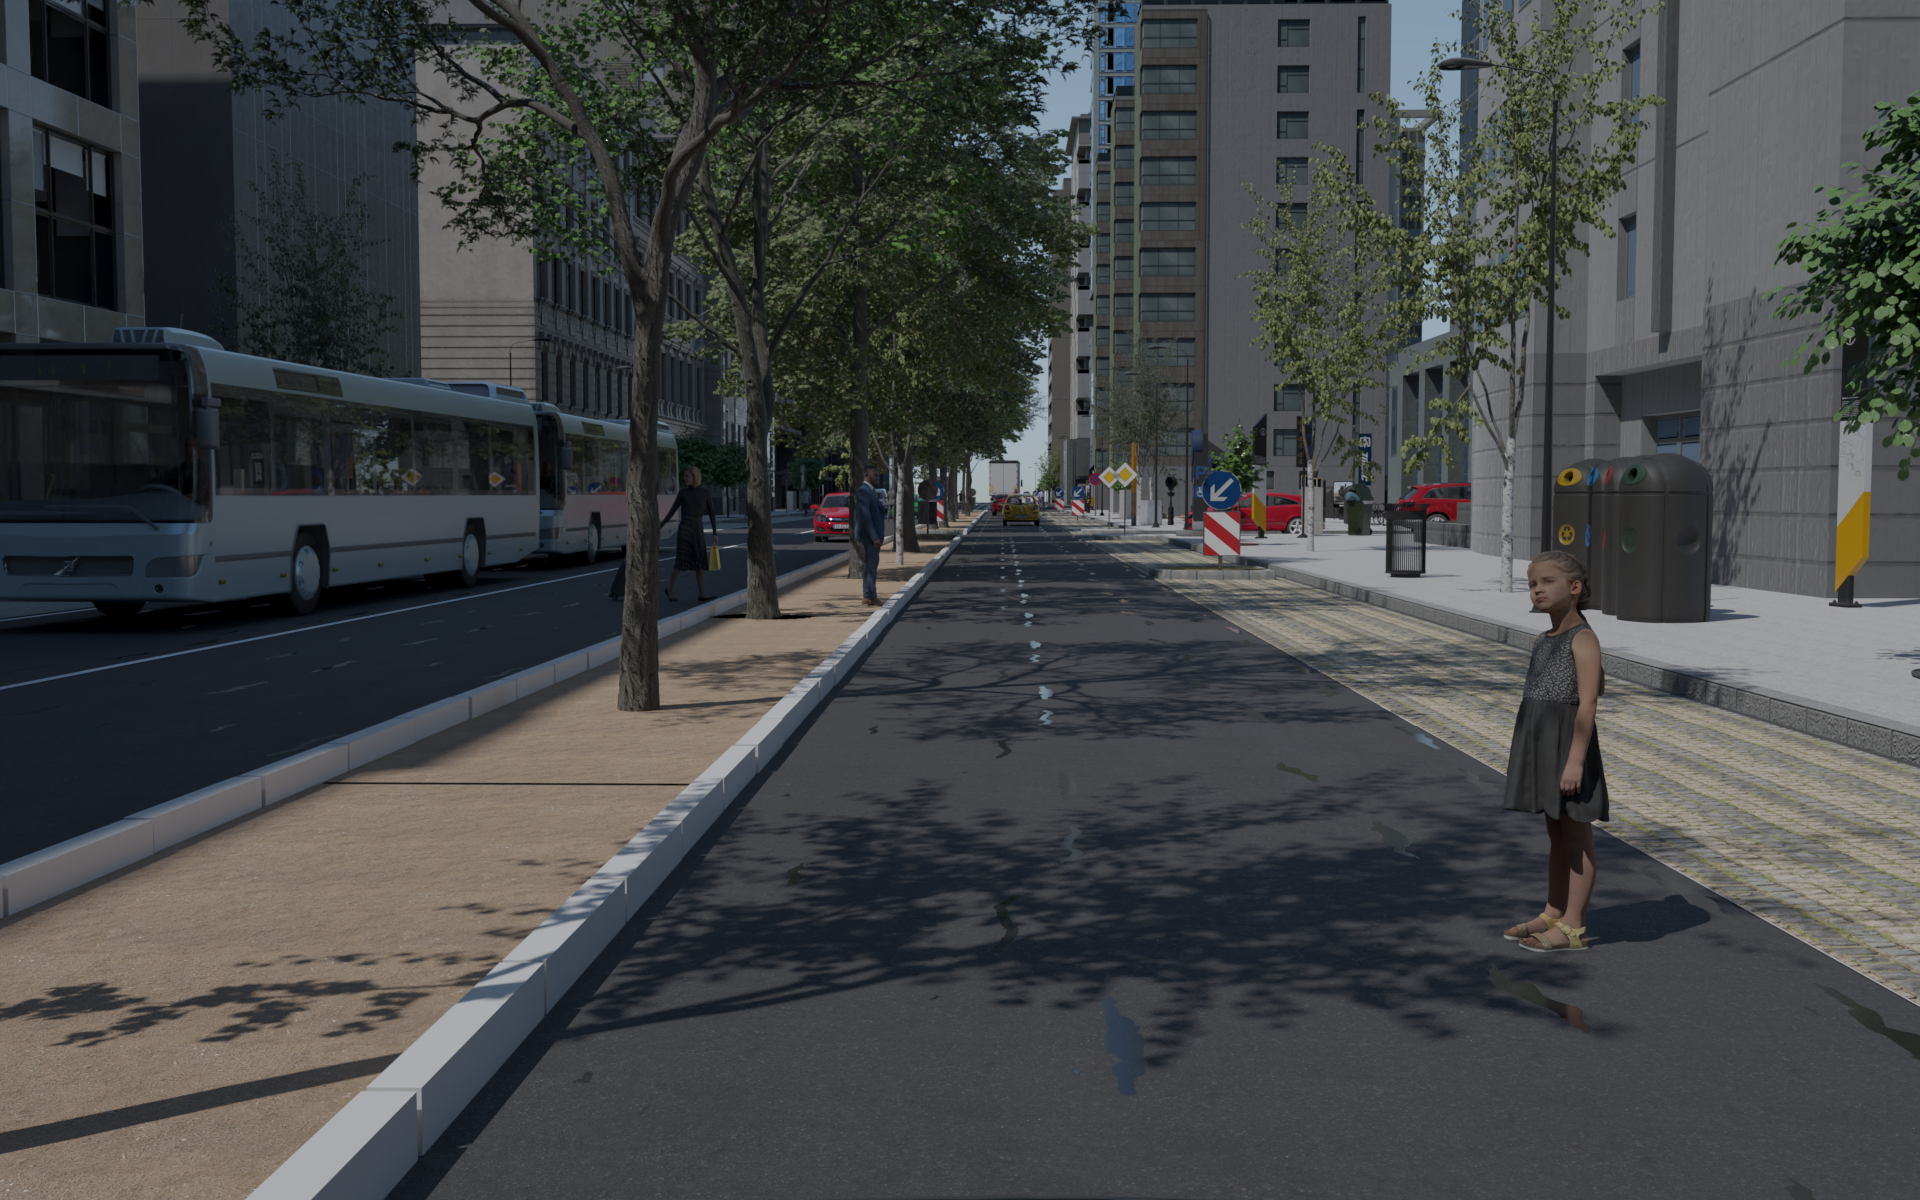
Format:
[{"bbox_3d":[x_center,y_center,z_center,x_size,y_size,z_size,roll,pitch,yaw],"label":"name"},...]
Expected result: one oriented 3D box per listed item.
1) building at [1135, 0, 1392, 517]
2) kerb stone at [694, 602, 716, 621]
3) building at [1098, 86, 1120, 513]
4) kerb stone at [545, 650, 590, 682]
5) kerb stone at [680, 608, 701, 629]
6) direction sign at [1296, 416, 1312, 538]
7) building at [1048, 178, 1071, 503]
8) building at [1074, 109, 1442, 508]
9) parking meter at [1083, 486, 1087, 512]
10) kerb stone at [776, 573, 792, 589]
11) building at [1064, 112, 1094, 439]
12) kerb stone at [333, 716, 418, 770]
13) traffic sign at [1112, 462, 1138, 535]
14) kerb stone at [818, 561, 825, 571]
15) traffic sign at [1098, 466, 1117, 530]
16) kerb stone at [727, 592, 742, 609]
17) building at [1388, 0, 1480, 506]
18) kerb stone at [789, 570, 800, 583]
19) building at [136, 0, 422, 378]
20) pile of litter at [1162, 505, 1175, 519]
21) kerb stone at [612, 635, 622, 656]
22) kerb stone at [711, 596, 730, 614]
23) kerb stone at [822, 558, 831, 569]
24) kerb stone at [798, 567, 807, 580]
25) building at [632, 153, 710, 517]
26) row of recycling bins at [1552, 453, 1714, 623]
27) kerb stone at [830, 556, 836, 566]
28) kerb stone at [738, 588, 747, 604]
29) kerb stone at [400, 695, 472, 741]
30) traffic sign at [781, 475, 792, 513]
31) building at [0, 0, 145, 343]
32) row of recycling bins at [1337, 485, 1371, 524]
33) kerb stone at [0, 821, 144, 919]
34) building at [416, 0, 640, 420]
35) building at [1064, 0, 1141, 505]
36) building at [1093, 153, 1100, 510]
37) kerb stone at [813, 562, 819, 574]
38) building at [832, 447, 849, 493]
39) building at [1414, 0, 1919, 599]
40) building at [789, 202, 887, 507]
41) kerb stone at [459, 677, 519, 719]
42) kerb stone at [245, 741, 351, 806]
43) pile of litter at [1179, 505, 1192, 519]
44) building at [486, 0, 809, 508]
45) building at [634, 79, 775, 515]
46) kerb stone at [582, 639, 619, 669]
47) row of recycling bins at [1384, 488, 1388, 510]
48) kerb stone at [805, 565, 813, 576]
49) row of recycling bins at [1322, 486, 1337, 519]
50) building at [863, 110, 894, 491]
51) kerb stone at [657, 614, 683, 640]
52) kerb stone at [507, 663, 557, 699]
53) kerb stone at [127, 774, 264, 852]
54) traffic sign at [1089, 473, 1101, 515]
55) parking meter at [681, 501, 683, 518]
[{"bbox_3d":[17.303,-20.316,103.861,14.160,30.474,14.107,0,4,1],"label":"building"},{"bbox_3d":[-2.943,0.155,19.671,0.120,0.150,1.000,0,4,1],"label":"kerb stone"},{"bbox_3d":[17.809,-21.665,125.921,14.160,30.474,14.107,0,4,1],"label":"building"},{"bbox_3d":[-3.089,0.531,13.518,0.120,0.150,1.000,0,4,1],"label":"kerb stone"},{"bbox_3d":[-2.965,0.223,18.647,0.120,0.150,1.000,0,4,1],"label":"kerb stone"},{"bbox_3d":[10.041,-3.583,50.573,0.379,3.537,0.876,3,5,41],"label":"direction sign"},{"bbox_3d":[24.202,-38.946,260.468,21.300,48.544,21.600,0,4,1],"label":"building"},{"bbox_3d":[27.495,-29.104,167.729,32.217,40.220,23.993,0,4,1],"label":"building"},{"bbox_3d":[9.106,-7.317,125.343,0.399,1.863,0.255,-2,4,-25],"label":"parking meter"},{"bbox_3d":[-2.770,-0.284,26.838,0.120,0.150,1.000,0,4,1],"label":"kerb stone"},{"bbox_3d":[28.999,-39.540,235.715,28.713,52.752,27.495,0,4,1],"label":"building"},{"bbox_3d":[-3.191,0.782,9.415,0.120,0.150,1.000,0,4,1],"label":"kerb stone"},{"bbox_3d":[5.170,-3.098,54.296,0.795,2.450,0.064,0,4,1],"label":"traffic sign"},{"bbox_3d":[-2.645,-0.587,31.984,0.120,0.150,1.000,0,4,1],"label":"kerb stone"},{"bbox_3d":[5.363,-3.586,62.279,0.795,2.450,0.064,0,4,1],"label":"traffic sign"},{"bbox_3d":[-2.899,0.030,21.720,0.120,0.150,1.000,0,4,1],"label":"kerb stone"},{"bbox_3d":[35.024,-46.502,72.979,31.000,86.520,22.319,0,4,1],"label":"building"},{"bbox_3d":[-2.740,-0.347,27.875,0.120,0.150,1.000,0,4,1],"label":"kerb stone"},{"bbox_3d":[-31.163,-13.899,46.318,30.058,24.678,14.314,0,4,1],"label":"building"},{"bbox_3d":[10.474,-4.598,89.142,1.176,0.858,1.719,1,4,9],"label":"pile of litter"},{"bbox_3d":[-3.043,0.410,15.562,0.120,0.150,1.000,0,4,1],"label":"kerb stone"},{"bbox_3d":[-2.915,0.092,20.696,0.120,0.150,1.000,0,4,1],"label":"kerb stone"},{"bbox_3d":[-2.620,-0.662,33.014,0.120,0.150,1.000,0,4,1],"label":"kerb stone"},{"bbox_3d":[-2.709,-0.410,28.897,0.120,0.150,1.000,0,4,1],"label":"kerb stone"},{"bbox_3d":[-20.469,-15.702,92.883,11.583,22.565,21.152,0,4,1],"label":"building"},{"bbox_3d":[7.294,-0.719,18.861,1.069,1.692,3.534,0,4,6],"label":"row of recycling bins"},{"bbox_3d":[-2.596,-0.721,34.036,0.120,0.150,1.000,0,4,1],"label":"kerb stone"},{"bbox_3d":[-2.868,-0.033,22.742,0.120,0.150,1.000,0,4,1],"label":"kerb stone"},{"bbox_3d":[-3.175,0.719,10.445,0.120,0.150,1.000,0,4,1],"label":"kerb stone"},{"bbox_3d":[-11.806,-7.188,117.629,0.768,2.556,0.104,0,4,8],"label":"traffic sign"},{"bbox_3d":[-25.669,-12.936,16.015,19.350,26.468,34.151,0,4,1],"label":"building"},{"bbox_3d":[17.004,-4.114,74.382,1.069,1.692,3.534,0,4,8],"label":"row of recycling bins"},{"bbox_3d":[-3.256,0.973,6.339,0.120,0.150,1.000,0,4,1],"label":"kerb stone"},{"bbox_3d":[-20.204,-13.700,73.145,9.793,20.994,18.267,0,4,1],"label":"building"},{"bbox_3d":[23.473,-53.896,193.865,22.319,86.520,31.000,0,4,1],"label":"building"},{"bbox_3d":[18.418,-23.090,149.224,14.160,30.474,14.107,0,4,1],"label":"building"},{"bbox_3d":[-2.672,-0.535,30.953,0.120,0.150,1.000,0,4,1],"label":"kerb stone"},{"bbox_3d":[-18.947,-26.327,202.144,14.160,30.474,14.107,0,4,1],"label":"building"},{"bbox_3d":[21.475,-30.044,33.218,21.231,58.520,28.212,0,4,1],"label":"building"},{"bbox_3d":[-21.669,-35.650,237.495,22.147,44.769,28.867,0,4,1],"label":"building"},{"bbox_3d":[-3.137,0.656,11.467,0.120,0.150,1.000,0,4,1],"label":"kerb stone"},{"bbox_3d":[-3.213,0.845,8.393,0.120,0.150,1.000,0,4,1],"label":"kerb stone"},{"bbox_3d":[12.073,-4.680,90.483,1.176,0.858,1.719,0,4,-7],"label":"pile of litter"},{"bbox_3d":[-27.805,-34.385,151.439,28.713,52.752,27.495,0,4,1],"label":"building"},{"bbox_3d":[-19.632,-19.483,115.809,12.463,27.353,25.104,0,4,1],"label":"building"},{"bbox_3d":[-3.056,0.468,14.539,0.120,0.150,1.000,0,4,1],"label":"kerb stone"},{"bbox_3d":[30.179,-7.051,122.392,1.069,1.692,3.534,1,4,10],"label":"row of recycling bins"},{"bbox_3d":[-2.693,-0.469,29.926,0.120,0.150,1.000,0,4,1],"label":"kerb stone"},{"bbox_3d":[19.784,-5.216,92.388,1.069,1.692,3.534,0,4,-1],"label":"row of recycling bins"},{"bbox_3d":[-21.091,-58.313,266.093,22.319,86.520,31.000,0,4,1],"label":"building"},{"bbox_3d":[-2.995,0.280,17.621,0.120,0.150,1.000,0,4,1],"label":"kerb stone"},{"bbox_3d":[-3.114,0.594,12.489,0.120,0.150,1.000,0,4,1],"label":"kerb stone"},{"bbox_3d":[-3.242,0.907,7.364,0.120,0.150,1.000,0,4,1],"label":"kerb stone"},{"bbox_3d":[8.102,-6.331,103.623,0.768,2.556,0.104,0,4,5],"label":"traffic sign"},{"bbox_3d":[-13.320,-4.611,83.806,0.372,1.533,0.369,0,3,0],"label":"parking meter"}]
